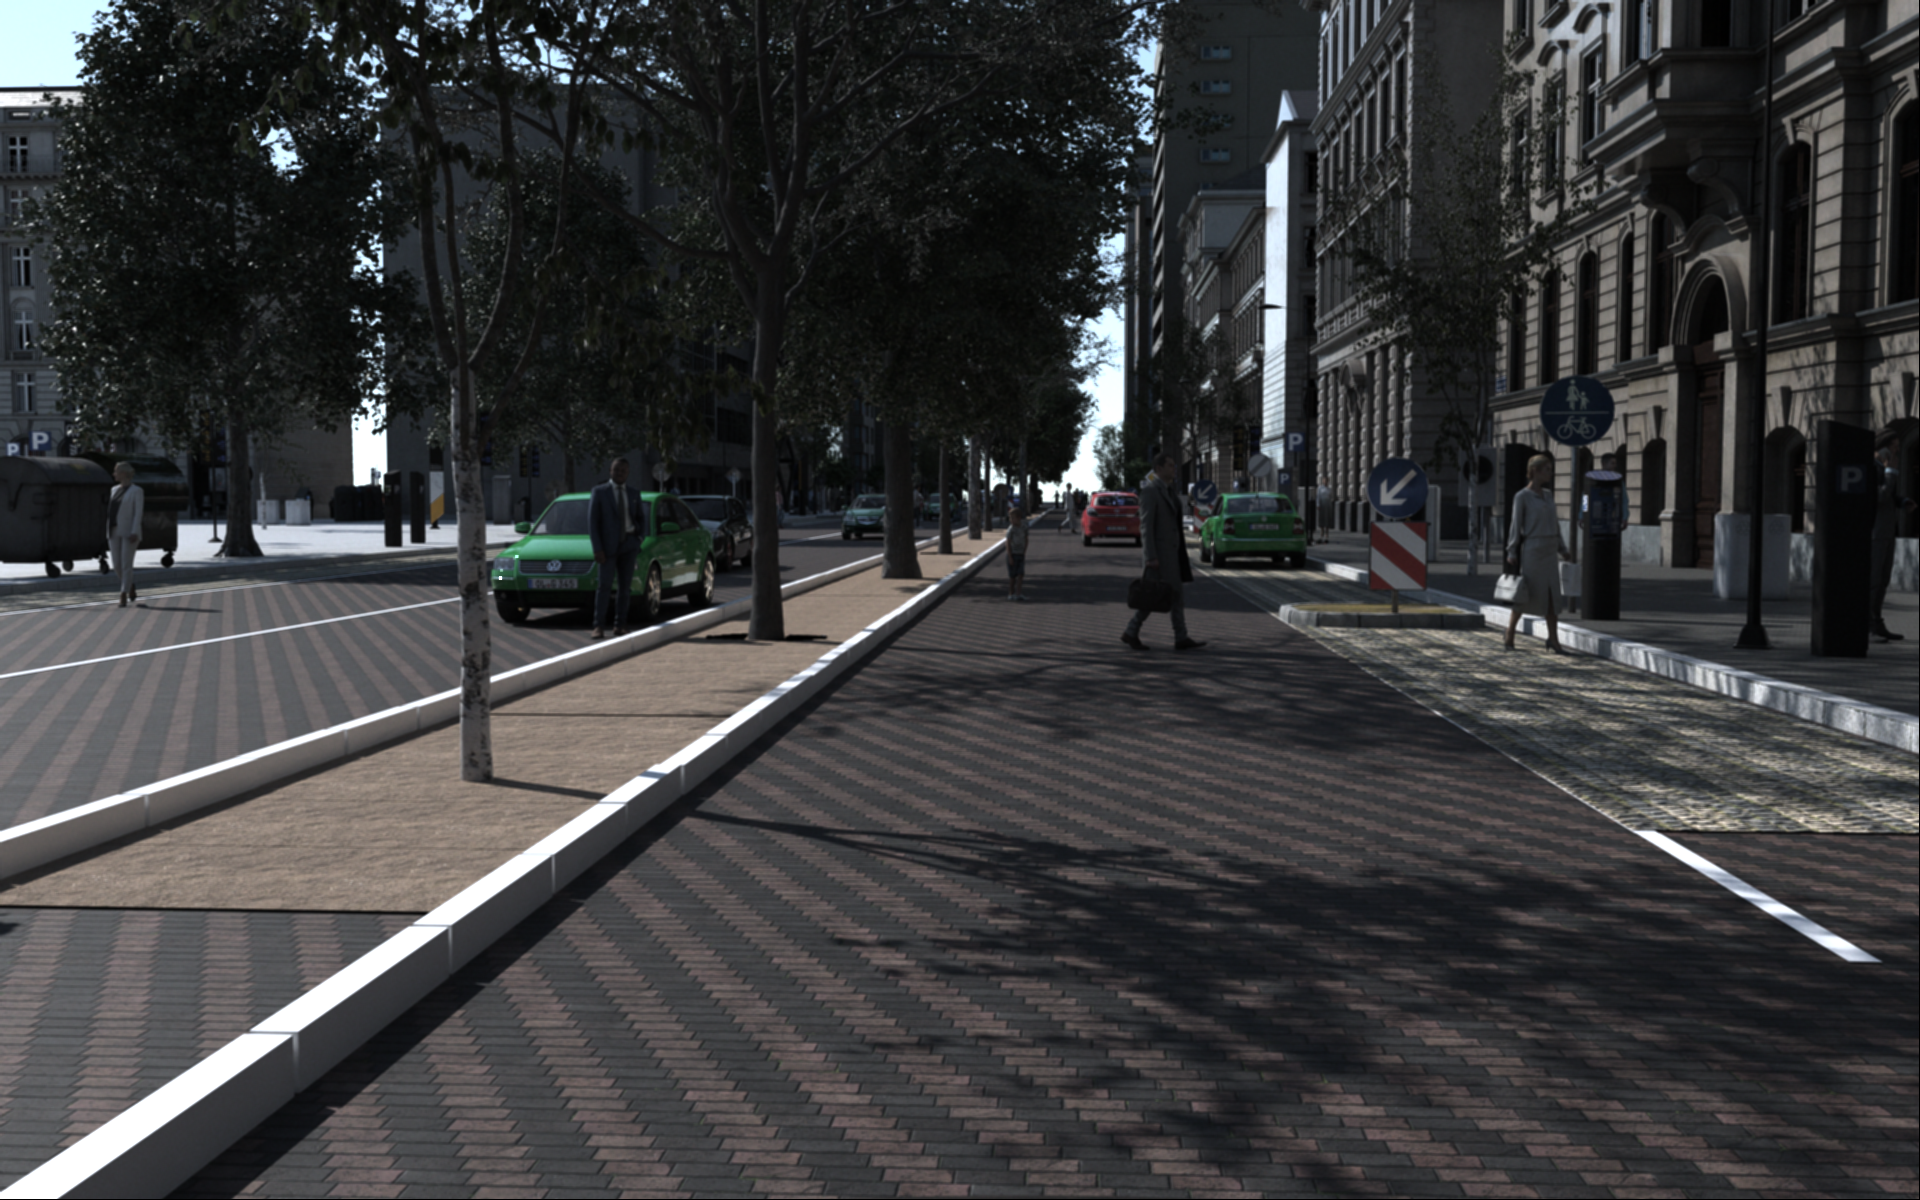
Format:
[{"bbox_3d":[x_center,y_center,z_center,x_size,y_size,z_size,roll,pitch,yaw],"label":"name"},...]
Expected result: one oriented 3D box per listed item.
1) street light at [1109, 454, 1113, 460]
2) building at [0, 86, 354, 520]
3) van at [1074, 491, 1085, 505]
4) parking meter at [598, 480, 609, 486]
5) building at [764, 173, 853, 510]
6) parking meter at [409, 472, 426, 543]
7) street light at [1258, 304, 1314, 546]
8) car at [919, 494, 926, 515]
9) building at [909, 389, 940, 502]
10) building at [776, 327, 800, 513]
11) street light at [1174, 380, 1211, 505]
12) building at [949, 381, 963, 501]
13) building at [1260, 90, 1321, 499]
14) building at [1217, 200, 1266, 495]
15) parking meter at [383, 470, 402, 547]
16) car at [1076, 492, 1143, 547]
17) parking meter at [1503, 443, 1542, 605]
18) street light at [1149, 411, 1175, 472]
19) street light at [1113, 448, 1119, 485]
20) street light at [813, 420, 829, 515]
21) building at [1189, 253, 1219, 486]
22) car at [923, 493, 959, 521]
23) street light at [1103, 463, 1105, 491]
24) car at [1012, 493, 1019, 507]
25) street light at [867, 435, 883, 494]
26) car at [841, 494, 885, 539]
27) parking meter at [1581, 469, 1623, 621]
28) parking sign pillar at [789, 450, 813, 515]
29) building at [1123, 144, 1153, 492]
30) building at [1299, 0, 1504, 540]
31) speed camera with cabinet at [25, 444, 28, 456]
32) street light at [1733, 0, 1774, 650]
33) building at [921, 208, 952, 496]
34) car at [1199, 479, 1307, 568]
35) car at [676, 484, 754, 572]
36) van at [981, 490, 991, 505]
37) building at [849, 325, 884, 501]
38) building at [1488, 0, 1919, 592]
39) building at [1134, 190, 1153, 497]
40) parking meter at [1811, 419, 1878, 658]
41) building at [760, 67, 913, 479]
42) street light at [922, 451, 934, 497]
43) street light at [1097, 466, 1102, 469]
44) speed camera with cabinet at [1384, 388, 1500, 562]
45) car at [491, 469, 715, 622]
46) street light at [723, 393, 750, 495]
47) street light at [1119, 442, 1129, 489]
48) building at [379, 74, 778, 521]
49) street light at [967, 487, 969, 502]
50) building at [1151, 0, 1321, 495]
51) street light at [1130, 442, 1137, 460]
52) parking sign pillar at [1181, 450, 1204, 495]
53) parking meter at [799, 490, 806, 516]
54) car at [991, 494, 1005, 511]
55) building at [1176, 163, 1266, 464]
[{"bbox_3d":[18.242,-14.011,201.627,1.470,5.913,1.316,0,4,4],"label":"street light"},{"bbox_3d":[-45.615,-15.221,90.670,24.055,21.916,13.314,0,4,4],"label":"building"},{"bbox_3d":[15.371,-13.288,224.276,2.013,2.044,4.112,0,4,5],"label":"van"},{"bbox_3d":[-14.715,-4.023,71.490,0.399,1.863,0.255,1,4,17],"label":"parking meter"},{"bbox_3d":[-16.641,-21.978,145.242,13.634,28.700,20.117,0,4,4],"label":"building"},{"bbox_3d":[-14.191,-2.422,45.317,0.255,1.863,0.399,1,4,9],"label":"parking meter"},{"bbox_3d":[7.981,-4.277,42.475,1.470,5.913,1.316,0,4,4],"label":"street light"},{"bbox_3d":[-3.412,-6.817,120.504,2.155,1.783,4.494,0,4,4],"label":"car"},{"bbox_3d":[-18.423,-34.385,254.079,32.217,40.220,23.993,0,4,4],"label":"building"},{"bbox_3d":[-19.920,-15.550,121.694,16.820,18.784,16.811,0,4,4],"label":"building"},{"bbox_3d":[9.624,-5.986,70.416,1.470,5.913,1.316,0,4,4],"label":"street light"},{"bbox_3d":[-10.799,-41.586,303.635,21.300,48.544,21.600,0,4,4],"label":"building"},{"bbox_3d":[24.321,-14.411,84.774,18.267,20.994,9.793,0,4,4],"label":"building"},{"bbox_3d":[21.225,-14.412,100.258,10.561,19.102,19.286,0,4,4],"label":"building"},{"bbox_3d":[-13.796,-2.227,42.118,0.255,1.863,0.399,1,4,20],"label":"parking meter"},{"bbox_3d":[4.341,-2.428,48.746,2.155,1.783,4.494,0,4,3],"label":"car"},{"bbox_3d":[6.523,-0.879,20.091,0.399,1.863,0.255,-2,4,-34],"label":"parking meter"},{"bbox_3d":[11.426,-7.589,96.613,1.470,5.913,1.316,0,4,4],"label":"street light"},{"bbox_3d":[16.338,-12.257,172.946,1.470,5.913,1.316,0,4,4],"label":"street light"},{"bbox_3d":[-8.508,-8.276,107.851,1.470,5.913,1.316,0,4,4],"label":"street light"},{"bbox_3d":[21.758,-15.605,119.769,10.561,19.102,19.286,0,4,4],"label":"building"},{"bbox_3d":[-1.000,-5.200,93.812,1.959,1.807,4.718,0,4,4],"label":"car"},{"bbox_3d":[20.138,-15.746,229.989,1.470,5.913,1.316,0,4,4],"label":"street light"},{"bbox_3d":[5.599,-9.902,171.492,1.945,1.707,3.694,0,4,2],"label":"car"},{"bbox_3d":[-6.713,-9.983,135.765,1.470,5.913,1.316,0,4,4],"label":"street light"},{"bbox_3d":[-2.699,-2.712,56.138,2.131,1.459,4.920,0,4,4],"label":"car"},{"bbox_3d":[6.557,-0.568,17.695,0.372,1.533,0.369,0,3,0],"label":"parking meter"},{"bbox_3d":[-9.740,-7.184,105.928,1.447,3.967,1.447,1,4,19],"label":"parking sign pillar"},{"bbox_3d":[38.680,-46.180,297.040,21.231,58.520,28.212,0,4,4],"label":"building"},{"bbox_3d":[17.927,-13.942,56.831,11.050,23.489,19.941,0,4,4],"label":"building"},{"bbox_3d":[-36.578,-4.550,68.735,0.660,3.252,2.038,-3,5,-44],"label":"speed camera with cabinet"},{"bbox_3d":[6.076,-2.554,14.303,1.470,5.913,1.316,0,4,4],"label":"street light"},{"bbox_3d":[-15.592,-42.203,279.263,28.713,52.752,27.495,0,4,4],"label":"building"},{"bbox_3d":[5.827,-1.588,34.763,1.959,1.807,4.718,0,4,3],"label":"car"},{"bbox_3d":[-5.032,-1.433,33.220,2.009,1.686,4.222,0,4,3],"label":"car"},{"bbox_3d":[2.714,-11.483,194.750,2.013,2.044,4.112,0,4,5],"label":"van"},{"bbox_3d":[-21.549,-19.945,171.137,27.650,21.520,28.899,0,4,4],"label":"building"},{"bbox_3d":[18.091,-12.776,27.980,14.460,24.649,34.723,0,4,4],"label":"building"},{"bbox_3d":[32.612,-36.820,252.113,14.600,45.320,14.200,0,4,4],"label":"building"},{"bbox_3d":[6.979,-0.486,13.665,0.399,1.863,0.255,0,4,6],"label":"parking meter"},{"bbox_3d":[-18.037,-35.488,199.830,23.786,49.044,30.456,0,4,4],"label":"building"},{"bbox_3d":[-3.457,-13.034,185.646,1.470,5.913,1.316,0,4,4],"label":"street light"},{"bbox_3d":[23.616,-19.114,285.054,1.470,5.913,1.316,0,4,4],"label":"street light"},{"bbox_3d":[9.050,-2.338,32.566,2.038,3.252,0.660,1,4,22],"label":"speed camera with cabinet"},{"bbox_3d":[-4.182,-0.735,20.822,1.959,1.807,4.718,0,4,4],"label":"car"},{"bbox_3d":[-10.337,-6.561,79.812,1.470,5.913,1.316,0,4,4],"label":"street light"},{"bbox_3d":[15.068,-11.038,153.020,1.470,5.913,1.316,0,4,4],"label":"street light"},{"bbox_3d":[-19.773,-17.038,97.638,14.314,24.678,30.058,0,4,4],"label":"building"},{"bbox_3d":[1.814,-18.090,268.308,1.470,5.913,1.316,0,4,4],"label":"street light"},{"bbox_3d":[29.576,-33.132,165.418,21.300,48.544,21.600,0,4,4],"label":"building"},{"bbox_3d":[13.116,-9.302,124.634,1.470,5.913,1.316,0,4,4],"label":"street light"},{"bbox_3d":[14.734,-7.456,110.375,1.447,3.967,1.447,0,4,3],"label":"parking sign pillar"},{"bbox_3d":[-9.257,-5.721,101.941,0.372,1.533,0.369,0,3,0],"label":"parking meter"},{"bbox_3d":[3.307,-8.436,146.721,1.959,1.807,4.718,0,4,2],"label":"car"},{"bbox_3d":[25.044,-21.609,140.699,14.401,28.519,23.554,0,4,4],"label":"building"}]
